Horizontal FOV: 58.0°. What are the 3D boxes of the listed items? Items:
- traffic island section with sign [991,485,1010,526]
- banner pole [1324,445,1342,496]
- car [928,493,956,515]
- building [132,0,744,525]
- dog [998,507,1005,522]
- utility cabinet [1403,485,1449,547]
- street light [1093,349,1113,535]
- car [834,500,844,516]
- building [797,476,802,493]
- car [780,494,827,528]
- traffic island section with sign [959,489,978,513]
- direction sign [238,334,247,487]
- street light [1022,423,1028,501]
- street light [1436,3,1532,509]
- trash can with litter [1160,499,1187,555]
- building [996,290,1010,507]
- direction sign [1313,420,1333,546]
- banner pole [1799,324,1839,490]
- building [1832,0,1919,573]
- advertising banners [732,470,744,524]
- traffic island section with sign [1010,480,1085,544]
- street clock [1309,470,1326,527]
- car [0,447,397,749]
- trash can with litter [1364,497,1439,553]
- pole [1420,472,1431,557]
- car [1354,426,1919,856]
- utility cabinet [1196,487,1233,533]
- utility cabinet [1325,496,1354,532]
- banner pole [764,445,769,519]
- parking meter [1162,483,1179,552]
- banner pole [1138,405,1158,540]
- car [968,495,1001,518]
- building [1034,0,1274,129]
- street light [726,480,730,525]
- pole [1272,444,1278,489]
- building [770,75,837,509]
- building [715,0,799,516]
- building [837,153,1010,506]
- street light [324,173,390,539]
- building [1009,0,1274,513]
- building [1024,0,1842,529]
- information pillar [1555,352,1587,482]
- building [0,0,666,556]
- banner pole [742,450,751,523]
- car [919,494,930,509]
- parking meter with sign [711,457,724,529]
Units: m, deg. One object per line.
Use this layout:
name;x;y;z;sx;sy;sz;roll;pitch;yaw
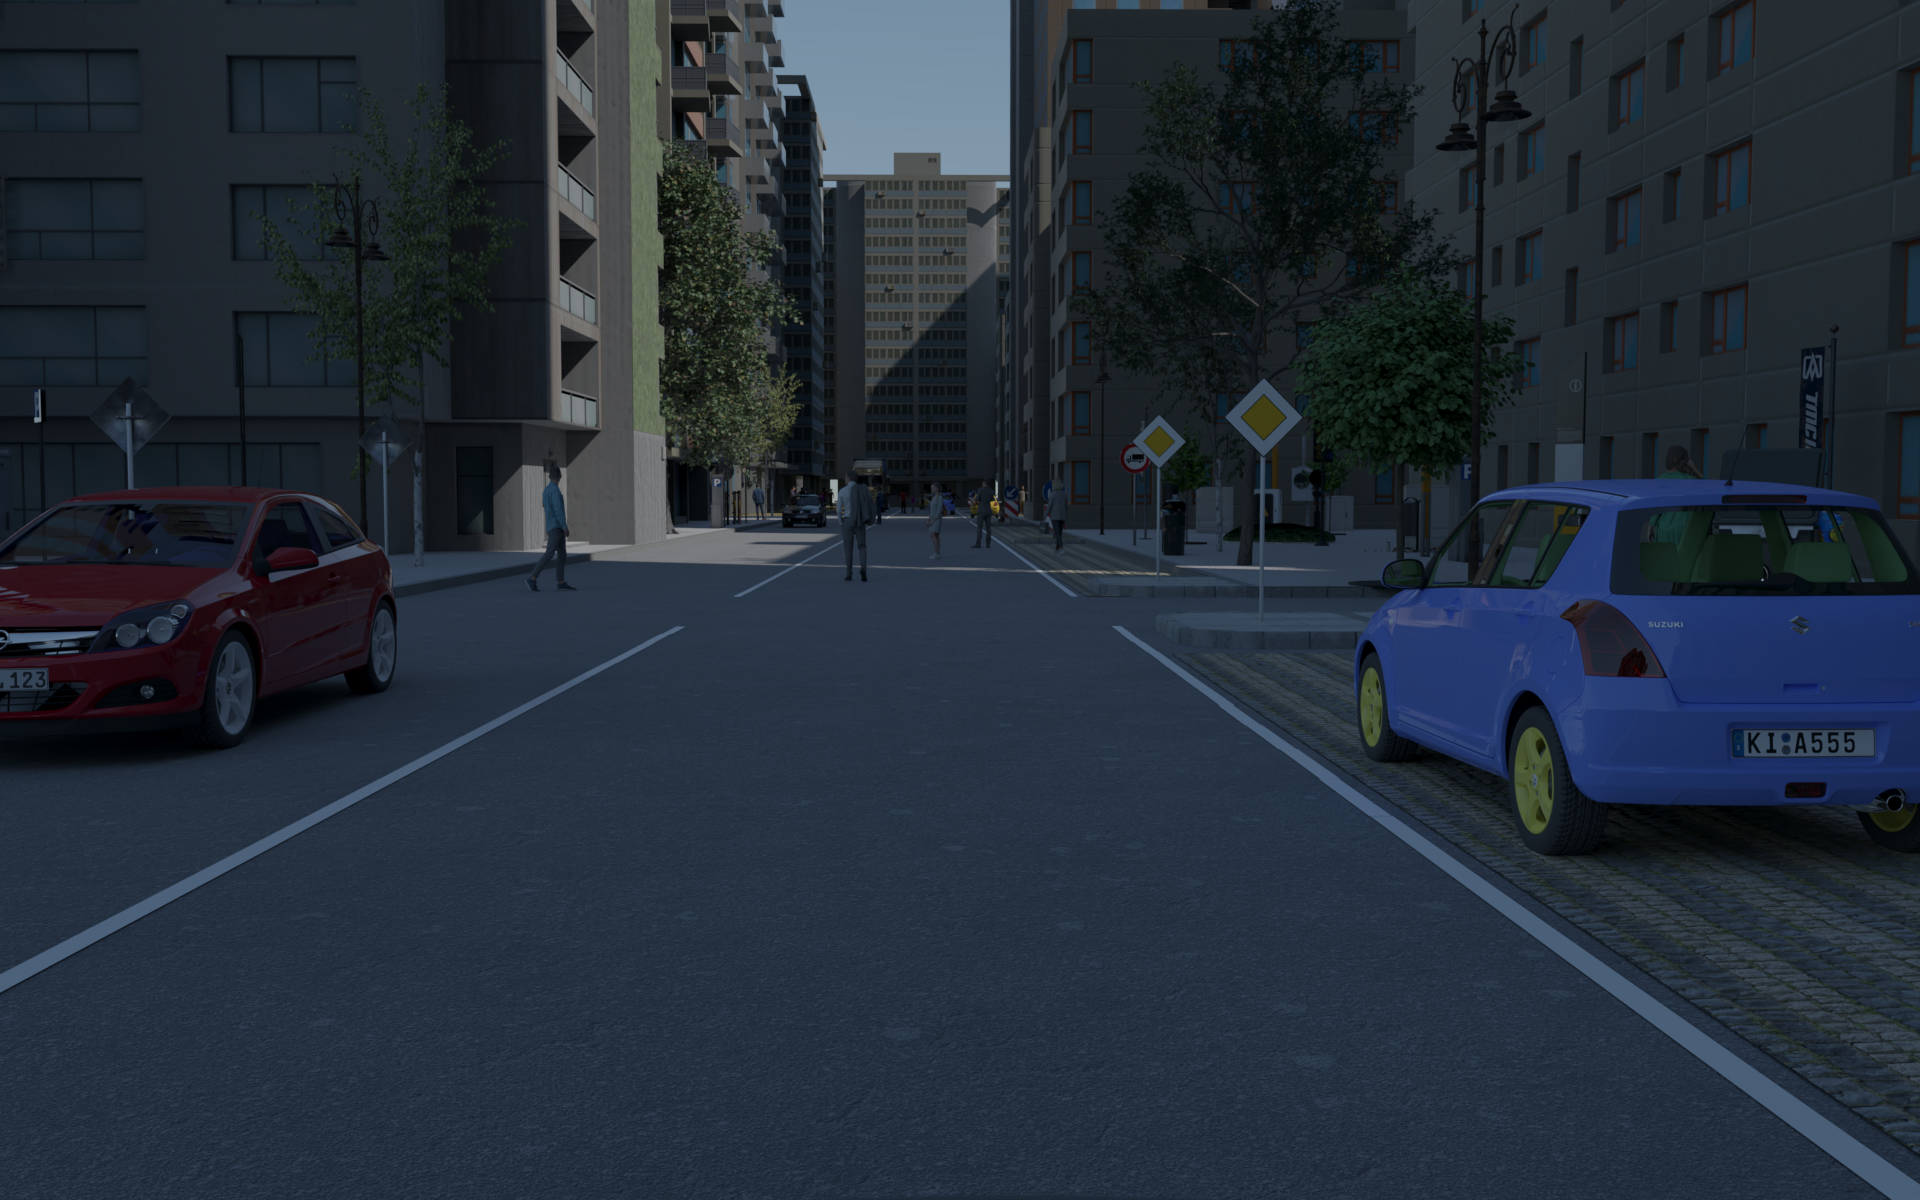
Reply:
traffic island section with sign;2.135;-4.183;77.021;1.989;1.847;2.006;0;4;-1
banner pole;13.107;-4.324;60.706;0.863;3.779;0.401;2;4;33
car;-1.234;-6.738;119.759;1.945;1.707;3.694;0;4;-2
building;-21.558;-25.829;76.936;22.147;44.769;28.867;0;4;-1
dog;2.081;-4.012;82.439;0.513;0.831;0.800;2;4;28
utility cabinet;11.136;-1.985;41.133;1.173;1.500;0.318;0;4;-2
street light;4.470;-4.986;54.308;0.468;5.910;1.993;0;4;-1
car;-7.233;-6.363;114.251;2.015;1.641;3.980;0;4;0
building;-23.869;-25.672;191.443;14.107;30.474;14.160;0;4;-1
car;-6.720;-3.987;74.974;2.009;1.686;4.222;0;4;-1
traffic island section with sign;0.872;-8.987;155.559;1.989;1.847;2.006;0;4;-1
direction sign;-10.346;-2.019;25.007;0.379;3.537;0.876;-1;4;-20
street light;3.778;-7.773;99.870;0.468;5.910;1.993;0;4;-1
street light;5.086;-2.704;17.005;0.468;5.910;1.993;0;4;-1
trash can with litter;4.438;-1.534;36.472;0.624;1.170;1.055;0;4;2
building;17.731;-19.363;161.625;27.650;21.520;28.899;0;4;-1
direction sign;8.969;-3.109;42.826;0.379;3.537;0.876;3;5;43
banner pole;12.824;-2.193;25.874;0.401;3.779;0.863;-1;4;-17
building;28.020;-11.824;38.369;28.899;21.520;27.650;0;4;-1
advertising banners;-9.437;-4.751;73.875;0.090;3.025;2.074;0;4;7
traffic island section with sign;2.565;-2.532;50.031;1.989;1.847;2.006;0;4;-1
street clock;10.690;-2.890;51.823;0.471;2.002;0.358;1;4;22
car;-5.008;-0.123;11.043;2.155;1.783;4.494;0;4;-1
trash can with litter;10.056;-1.652;38.061;1.678;1.210;2.233;-1;4;-22
pole;9.514;-2.537;35.328;0.158;3.312;0.155;0;3;0
car;3.055;0.087;8.167;1.945;1.707;3.694;0;4;-2
utility cabinet;8.268;-2.912;56.283;1.173;1.500;0.318;2;4;30
utility cabinet;13.058;-2.960;59.564;1.020;1.237;0.306;-2;4;-29
banner pole;-9.790;-5.979;87.771;0.401;3.779;0.863;-1;4;-19
parking meter;4.667;-1.836;38.432;0.372;1.533;0.369;0;3;0
banner pole;5.216;-3.617;49.160;0.401;3.779;0.863;-1;4;-9
car;1.491;-5.744;104.132;2.015;1.641;3.980;0;4;1
building;12.007;-28.159;110.509;14.600;45.320;14.200;0;4;-1
street light;-9.530;-6.002;70.924;0.468;5.910;1.993;0;4;-1
pole;11.010;-4.079;60.543;0.158;3.312;0.155;0;3;0
building;-24.472;-28.557;158.781;23.993;40.220;32.217;0;4;-1
building;-23.336;-30.277;114.642;23.786;49.044;30.456;0;4;-1
building;-4.954;-31.060;199.715;23.993;40.220;32.217;0;4;-1
street light;-8.775;-3.216;25.363;0.468;5.910;1.993;0;4;-1
building;14.273;-36.066;131.682;21.231;58.520;28.212;0;4;-1
building;17.413;-14.167;76.678;27.650;21.520;28.899;0;4;-1
information pillar;10.122;-2.284;28.702;0.504;3.616;0.183;3;5;43
building;-15.182;-21.835;40.590;14.154;41.232;14.086;0;4;-1
banner pole;-9.457;-5.321;77.011;0.401;3.779;0.863;1;4;10
car;-2.970;-9.454;164.800;2.015;1.641;3.980;0;4;1
parking meter with sign;-9.118;-4.200;64.937;0.543;3.016;1.738;0;4;-6
